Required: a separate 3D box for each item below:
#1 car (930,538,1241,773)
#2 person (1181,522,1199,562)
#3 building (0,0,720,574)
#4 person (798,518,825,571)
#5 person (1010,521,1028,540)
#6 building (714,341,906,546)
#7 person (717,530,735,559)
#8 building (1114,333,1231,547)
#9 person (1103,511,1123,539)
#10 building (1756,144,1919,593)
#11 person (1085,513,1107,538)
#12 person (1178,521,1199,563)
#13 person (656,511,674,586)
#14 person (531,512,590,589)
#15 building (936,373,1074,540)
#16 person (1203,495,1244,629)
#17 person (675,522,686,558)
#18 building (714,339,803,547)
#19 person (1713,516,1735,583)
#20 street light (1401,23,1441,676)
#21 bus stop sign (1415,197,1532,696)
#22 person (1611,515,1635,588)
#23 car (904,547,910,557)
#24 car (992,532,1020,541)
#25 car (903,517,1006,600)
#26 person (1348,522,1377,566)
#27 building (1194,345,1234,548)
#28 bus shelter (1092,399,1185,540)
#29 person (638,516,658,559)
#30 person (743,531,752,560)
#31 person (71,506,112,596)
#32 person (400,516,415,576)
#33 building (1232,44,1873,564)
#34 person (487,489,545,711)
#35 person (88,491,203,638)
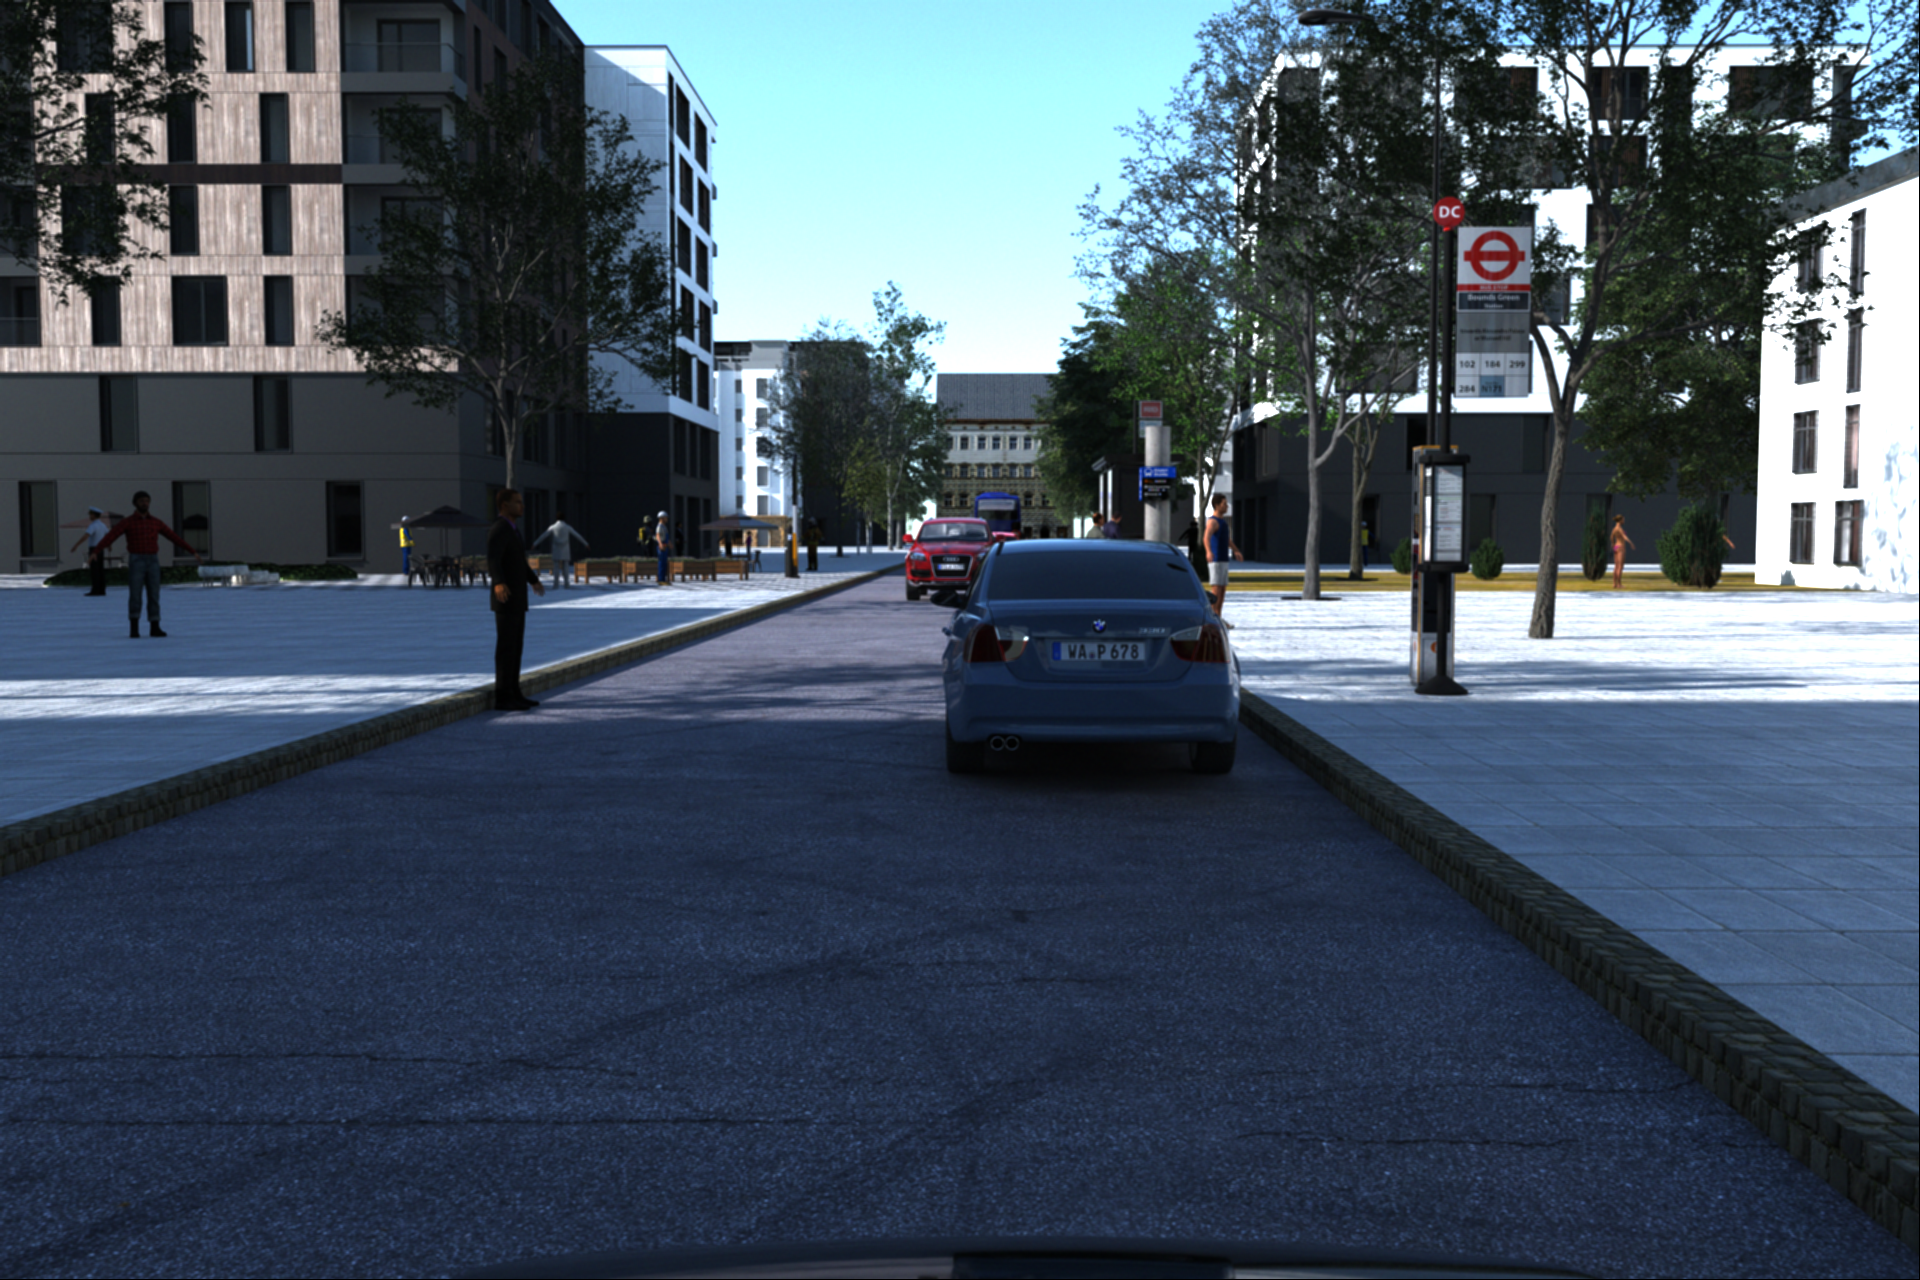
[{"bbox_3d":[0.791,0.020,11.673,2.014,1.417,4.499,0,4,1],"label":"car"},{"bbox_3d":[9.960,-4.111,73.347,1.346,1.812,0.704,-2,4,-31],"label":"person"},{"bbox_3d":[-26.208,-13.873,70.793,27.936,21.610,32.646,0,4,1],"label":"building"},{"bbox_3d":[-5.186,-3.356,60.636,1.354,1.858,0.705,3,5,39],"label":"person"},{"bbox_3d":[1.769,-2.779,54.036,1.345,1.843,0.704,1,4,22],"label":"person"},{"bbox_3d":[-21.084,-21.769,199.897,27.936,21.610,32.646,0,4,2],"label":"building"},{"bbox_3d":[-9.482,-3.952,70.750,0.705,1.813,1.348,1,4,22],"label":"person"},{"bbox_3d":[30.076,-21.315,192.473,27.936,21.610,32.646,0,4,1],"label":"building"},{"bbox_3d":[3.315,-1.872,37.098,0.568,1.767,0.683,-3,4,-37],"label":"person"},{"bbox_3d":[25.012,-5.446,31.191,9.099,9.664,28.070,0,4,1],"label":"building"},{"bbox_3d":[2.407,-1.301,30.006,0.705,1.796,1.348,-2,4,-28],"label":"person"},{"bbox_3d":[9.618,-3.999,71.566,1.347,1.806,0.705,2,4,27],"label":"person"},{"bbox_3d":[-7.385,-2.285,43.222,0.705,1.847,1.347,0,4,1],"label":"person"},{"bbox_3d":[-9.363,-2.107,40.636,1.347,1.806,0.705,-1,4,-15],"label":"person"},{"bbox_3d":[5.914,-24.551,234.792,18.063,23.208,19.493,0,4,0],"label":"building"},{"bbox_3d":[3.509,-1.049,23.325,0.704,1.807,1.345,2,4,27],"label":"person"},{"bbox_3d":[-10.540,-3.592,65.455,0.721,1.740,1.216,0,4,5],"label":"person"},{"bbox_3d":[-21.871,-19.154,169.584,16.016,20.090,11.380,0,4,1],"label":"building"},{"bbox_3d":[19.954,-2.426,45.791,0.704,1.817,1.347,-1,4,-13],"label":"person"},{"bbox_3d":[4.770,-2.625,15.452,1.470,5.913,1.316,0,4,1],"label":"street light"},{"bbox_3d":[4.092,-1.536,13.811,0.855,3.939,0.416,0,4,2],"label":"bus stop sign"},{"bbox_3d":[15.693,-2.093,41.020,0.721,1.733,1.217,0,4,-1],"label":"person"},{"bbox_3d":[-0.848,-2.874,59.346,2.083,1.381,4.827,0,4,1],"label":"car"},{"bbox_3d":[1.012,-2.457,49.206,2.155,1.783,4.494,0,4,1],"label":"car"},{"bbox_3d":[-0.107,-1.858,39.056,2.281,1.827,5.304,0,4,2],"label":"car"},{"bbox_3d":[16.009,-3.817,68.873,1.216,1.772,0.721,0,4,-8],"label":"person"},{"bbox_3d":[28.051,-19.088,168.506,16.016,20.090,11.380,0,4,1],"label":"building"},{"bbox_3d":[4.934,-4.393,49.451,2.179,5.291,8.768,0,4,1],"label":"bus shelter"},{"bbox_3d":[-9.948,-3.032,55.348,0.705,1.856,1.354,-3,5,-44],"label":"person"},{"bbox_3d":[-9.588,-4.214,78.160,0.599,1.433,0.991,-2,4,-25],"label":"person"},{"bbox_3d":[-18.004,-1.851,36.049,0.704,1.855,1.343,0,4,5],"label":"person"},{"bbox_3d":[-17.135,-2.921,53.733,0.705,1.833,1.349,-2,4,-28],"label":"person"},{"bbox_3d":[27.700,-14.989,89.044,27.936,21.610,32.646,0,4,1],"label":"building"},{"bbox_3d":[-3.663,-0.337,14.196,0.704,1.802,1.346,0,4,-1],"label":"person"},{"bbox_3d":[-10.144,-0.944,21.542,1.345,1.816,0.704,-3,5,-42],"label":"person"}]
